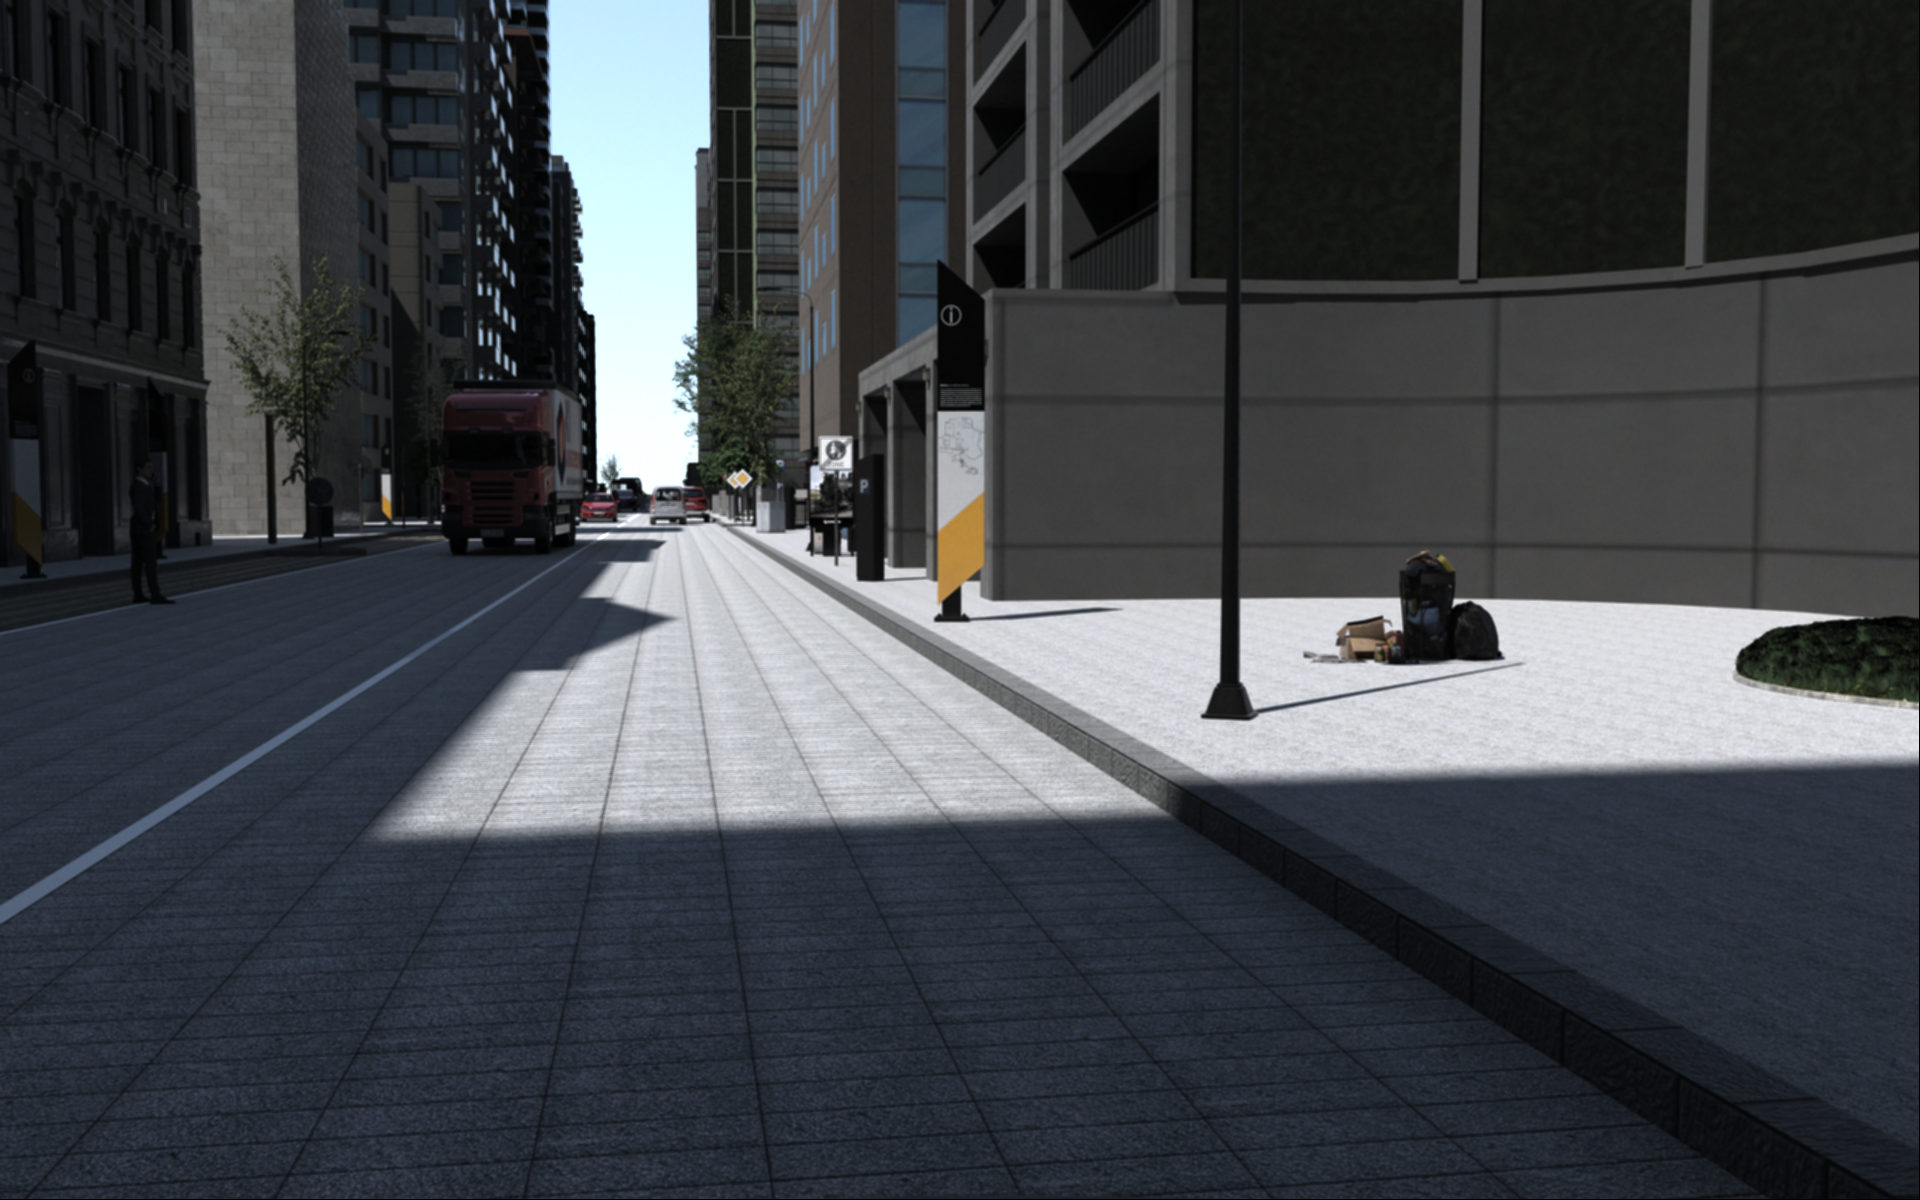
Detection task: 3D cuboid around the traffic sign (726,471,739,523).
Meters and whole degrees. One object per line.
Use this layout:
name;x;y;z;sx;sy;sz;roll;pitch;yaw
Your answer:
traffic sign;-9.824;-4.409;75.725;0.795;2.450;0.064;-1;4;-9

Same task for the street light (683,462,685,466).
street light;-34.877;-15.404;224.398;1.470;5.913;1.316;-1;4;-9

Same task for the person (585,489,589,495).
person;-25.193;-6.645;117.330;0.511;1.800;0.466;1;4;18

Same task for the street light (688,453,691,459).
street light;-25.144;-11.868;166.574;1.470;5.913;1.316;-1;4;-9

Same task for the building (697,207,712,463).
building;-30.648;-34.599;249.287;14.154;41.232;14.086;-1;4;-9

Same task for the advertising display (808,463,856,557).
advertising display;-2.637;-1.859;35.615;0.974;1.923;0.123;1;4;9

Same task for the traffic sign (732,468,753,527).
traffic sign;-8.508;-3.927;67.848;0.795;2.450;0.064;-1;4;-9

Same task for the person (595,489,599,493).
person;-21.753;-5.805;104.248;0.643;1.720;0.563;1;4;14

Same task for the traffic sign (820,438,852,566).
traffic sign;-2.207;-1.758;30.866;0.606;2.300;0.079;0;4;-1

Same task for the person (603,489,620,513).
person;-26.612;-7.533;131.883;1.509;1.804;0.699;-2;4;-25

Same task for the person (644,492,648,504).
person;-44.436;-14.385;244.244;0.990;1.755;0.434;1;4;16

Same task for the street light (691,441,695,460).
street light;-22.312;-10.841;149.795;1.470;5.913;1.316;-1;4;-9

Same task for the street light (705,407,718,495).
street light;-12.737;-7.334;92.445;1.470;5.913;1.316;-1;4;-9

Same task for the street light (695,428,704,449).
street light;-17.616;-9.094;121.229;1.470;5.913;1.316;-1;4;-9

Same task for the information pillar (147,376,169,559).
information pillar;-15.851;-2.622;34.228;0.504;3.616;0.183;2;4;35

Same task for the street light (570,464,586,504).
street light;-39.407;-12.541;177.587;1.470;5.913;1.316;-1;4;-9

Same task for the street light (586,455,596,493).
street light;-44.010;-14.284;206.076;1.470;5.913;1.316;-1;4;-9

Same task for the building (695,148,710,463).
building;-34.148;-46.025;294.505;21.231;58.520;28.212;-1;4;-9

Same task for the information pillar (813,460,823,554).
information pillar;-2.930;-1.988;37.001;0.304;2.012;0.304;2;4;24

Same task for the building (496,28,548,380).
building;-49.995;-30.894;159.743;22.147;44.769;28.867;-1;4;-9

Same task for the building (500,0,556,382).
building;-54.604;-53.536;187.992;22.319;86.520;31.000;-1;4;-9

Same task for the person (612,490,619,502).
person;-27.633;-7.938;138.689;0.661;1.777;0.834;-1;4;-14

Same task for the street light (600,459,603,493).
street light;-48.453;-15.849;231.673;1.470;5.913;1.316;-1;4;-9

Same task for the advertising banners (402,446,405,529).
advertising banners;-20.364;-4.109;63.369;0.090;3.025;2.074;-1;4;-20

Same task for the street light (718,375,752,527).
street light;-8.602;-5.825;67.784;1.470;5.913;1.316;-1;4;-9

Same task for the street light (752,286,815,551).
street light;-3.853;-4.054;38.820;1.470;5.913;1.316;-1;4;-9

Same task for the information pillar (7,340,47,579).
information pillar;-14.125;-2.130;26.178;0.183;3.616;0.504;1;4;16

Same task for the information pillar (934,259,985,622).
information pillar;-0.002;-1.589;17.340;0.504;3.616;0.183;0;4;3

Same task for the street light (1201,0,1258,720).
street light;1.018;-2.274;9.719;1.470;5.913;1.316;-1;4;-9

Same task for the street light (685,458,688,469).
street light;-29.900;-13.608;195.037;1.470;5.913;1.316;-1;4;-9

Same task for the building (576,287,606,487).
building;-74.885;-36.203;283.806;32.217;40.220;23.993;-1;4;-9

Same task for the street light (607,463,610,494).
street light;-53.189;-17.590;260.139;1.470;5.913;1.316;-1;4;-9

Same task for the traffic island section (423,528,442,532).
traffic island section;-19.279;-2.682;66.138;2.009;0.180;2.903;-1;4;-9

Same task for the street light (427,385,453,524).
street light;-21.968;-6.177;73.541;1.470;5.913;1.316;-1;4;-9

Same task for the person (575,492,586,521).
person;-19.978;-5.083;91.392;0.659;1.850;0.755;-1;4;-19

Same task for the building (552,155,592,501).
building;-64.463;-38.155;243.448;23.786;49.044;30.456;-1;4;-9

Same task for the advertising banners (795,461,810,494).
advertising banners;-8.483;-5.849;91.811;0.090;3.025;2.074;2;4;33

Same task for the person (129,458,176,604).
person;-10.628;-0.908;22.709;0.474;1.900;0.648;-3;4;-38

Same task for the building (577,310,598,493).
building;-63.454;-30.277;266.730;14.160;30.474;14.107;-1;4;-9

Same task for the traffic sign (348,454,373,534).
traffic sign;-19.247;-3.397;55.641;0.768;2.556;0.104;0;4;-8

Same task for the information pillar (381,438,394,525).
information pillar;-24.073;-4.979;72.768;0.504;3.616;0.183;2;4;24

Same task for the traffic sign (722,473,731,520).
traffic sign;-11.424;-5.252;85.981;0.768;2.556;0.104;0;4;-5

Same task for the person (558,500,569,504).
person;-17.856;-4.218;77.633;0.590;1.801;0.661;3;5;42

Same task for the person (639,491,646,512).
person;-24.781;-7.692;135.269;0.512;1.701;0.522;0;4;-6

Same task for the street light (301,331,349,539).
street light;-18.039;-4.691;49.245;1.470;5.913;1.316;-1;4;-9

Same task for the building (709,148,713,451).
building;-19.849;-36.112;214.133;21.300;48.544;21.600;-1;4;-9
